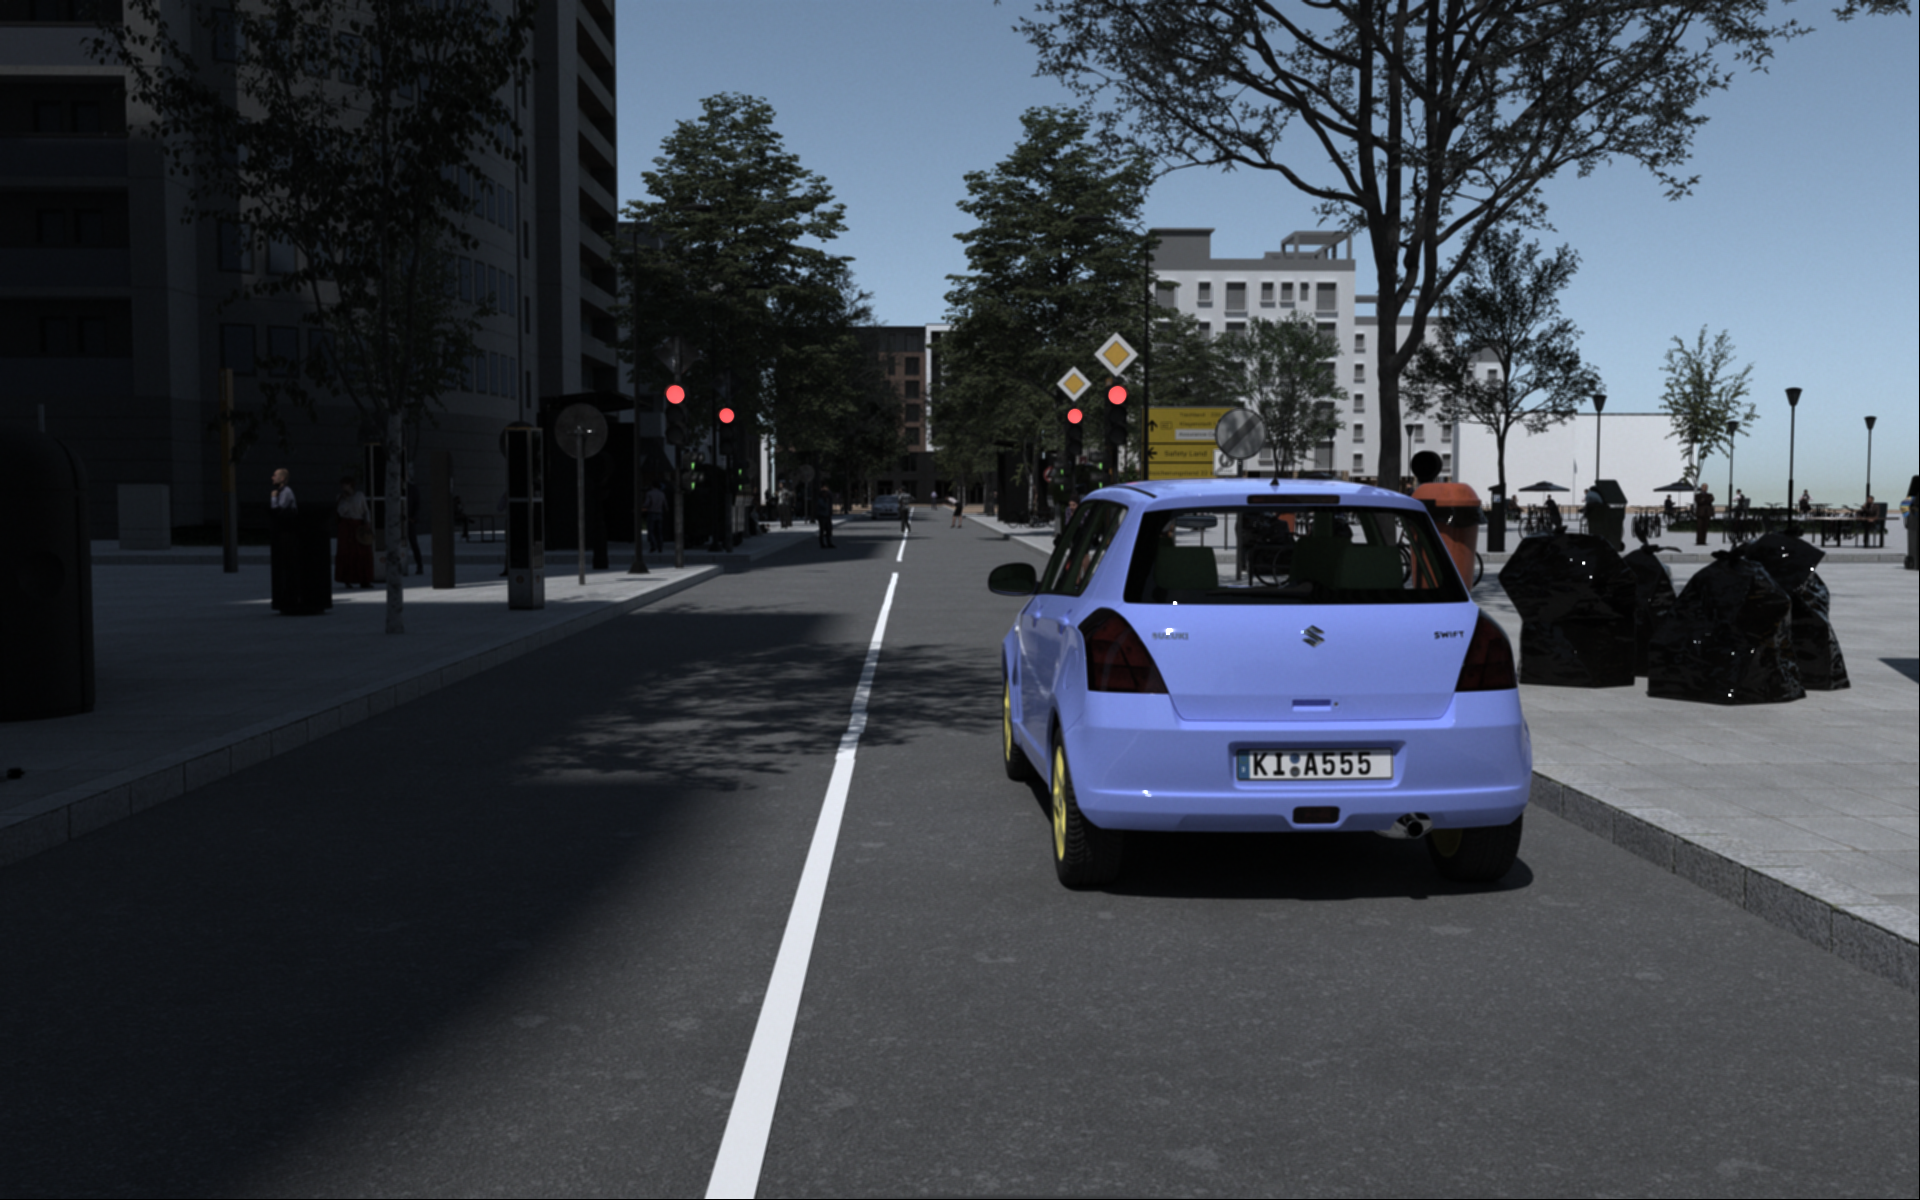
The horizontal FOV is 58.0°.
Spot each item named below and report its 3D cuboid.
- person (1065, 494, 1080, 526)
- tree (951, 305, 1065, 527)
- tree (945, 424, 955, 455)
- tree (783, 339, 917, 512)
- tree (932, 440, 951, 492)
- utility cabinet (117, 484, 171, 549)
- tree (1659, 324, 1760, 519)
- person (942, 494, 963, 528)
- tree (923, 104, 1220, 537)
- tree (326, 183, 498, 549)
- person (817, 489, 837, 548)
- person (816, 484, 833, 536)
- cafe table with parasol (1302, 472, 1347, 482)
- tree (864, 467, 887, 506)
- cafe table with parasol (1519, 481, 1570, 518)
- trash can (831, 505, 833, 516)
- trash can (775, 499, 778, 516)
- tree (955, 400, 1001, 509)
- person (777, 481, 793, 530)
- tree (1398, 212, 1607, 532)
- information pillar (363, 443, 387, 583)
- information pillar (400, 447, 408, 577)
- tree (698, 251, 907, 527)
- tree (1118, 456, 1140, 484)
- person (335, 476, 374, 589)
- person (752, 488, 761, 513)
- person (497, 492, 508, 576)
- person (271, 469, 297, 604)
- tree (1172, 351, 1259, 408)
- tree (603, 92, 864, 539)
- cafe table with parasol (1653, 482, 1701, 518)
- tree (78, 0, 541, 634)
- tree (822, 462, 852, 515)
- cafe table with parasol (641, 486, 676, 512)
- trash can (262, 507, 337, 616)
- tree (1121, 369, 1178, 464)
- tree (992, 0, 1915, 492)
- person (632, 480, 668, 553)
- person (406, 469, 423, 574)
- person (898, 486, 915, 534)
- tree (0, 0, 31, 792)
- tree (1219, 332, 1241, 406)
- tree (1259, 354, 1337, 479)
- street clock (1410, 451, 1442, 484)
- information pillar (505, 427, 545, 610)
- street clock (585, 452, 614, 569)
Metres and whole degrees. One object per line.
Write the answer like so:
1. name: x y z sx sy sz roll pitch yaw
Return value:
1. person: 1.821 -0.892 26.312 0.421 1.427 0.697 1 4 22
2. tree: 2.942 -7.181 67.776 4.737 8.622 4.395 0 3 0
3. tree: 0.589 -12.387 152.897 4.360 8.622 3.978 0 3 0
4. tree: -7.999 -12.614 123.246 9.611 12.733 9.660 0 3 0
5. tree: -0.356 -13.646 173.473 4.737 8.622 4.395 0 3 0
6. utility cabinet: -18.787 -1.910 39.906 1.173 1.500 0.318 1 4 15
7. tree: 32.602 -7.693 76.145 4.737 8.622 4.395 0 3 0
8. person: -0.296 -3.772 73.367 0.799 1.438 0.628 -1 4 -15
9. tree: 2.863 -8.159 51.533 7.486 12.596 7.792 0 3 0
10. tree: -12.806 -5.492 40.150 4.737 8.622 4.395 0 3 0
11. person: -3.558 -2.134 45.605 0.429 1.552 0.499 3 5 44
12. person: -4.579 -3.039 58.631 0.568 1.767 0.683 0 4 -2
13. cafe table with parasol: 11.108 -2.976 53.516 2.610 1.966 2.610 0 4 4
14. tree: -9.419 -14.310 184.331 4.737 8.622 4.395 0 3 0
15. cafe table with parasol: 31.096 -5.343 92.215 2.610 1.966 2.610 1 4 16
16. trash can: -7.685 -5.437 100.550 0.748 1.137 0.748 0 3 0
17. trash can: -10.484 -5.366 99.381 0.748 1.137 0.748 0 3 0
18. tree: 1.803 -10.755 126.209 4.360 8.622 3.978 0 3 0
19. person: -6.254 -3.342 61.408 0.376 1.734 0.841 -2 4 -30
20. tree: 17.967 -7.565 58.105 7.601 10.594 8.767 -1 4 -11
21. information pillar: -8.394 -1.255 25.007 0.304 2.012 0.304 -3 4 -37
22. information pillar: -8.804 -1.372 26.923 0.304 2.012 0.304 1 4 14
23. tree: -7.019 -8.142 67.539 7.601 10.594 8.767 -2 4 -33
24. tree: 8.516 -5.601 86.181 1.663 3.219 1.824 0 3 0
25. person: -8.238 -0.919 23.539 0.523 1.526 0.387 -1 4 -22
26. person: -8.343 -3.812 70.640 0.482 1.546 0.388 0 4 -4
27. person: -6.956 -1.159 27.061 0.516 1.574 0.319 1 4 17
28. person: -7.821 -0.727 20.000 0.319 1.574 0.516 -1 4 -18
29. tree: 12.768 -8.410 87.863 4.360 8.622 3.978 0 3 0
30. tree: -6.732 -8.059 49.897 7.486 12.596 7.792 0 3 0
31. cafe table with parasol: 39.145 -5.465 94.220 2.610 1.966 2.610 2 4 32
32. tree: -5.416 -4.005 15.837 4.360 8.622 3.978 0 3 0
33. tree: -7.620 -6.722 104.503 1.663 3.219 1.824 0 3 0
34. cafe table with parasol: -16.077 -5.400 93.163 2.610 1.966 2.610 1 4 18
35. trash can: -7.018 -0.416 18.449 0.748 1.137 0.748 0 3 0
36. tree: 10.491 -9.029 97.986 4.737 8.622 4.395 0 3 0
37. tree: 4.667 -6.592 18.156 12.009 13.543 11.850 0 3 0
38. person: -6.612 -1.805 37.515 0.435 1.587 0.963 3 5 41
39. person: -8.853 -1.261 27.580 0.541 1.710 0.530 1 4 17
40. person: -1.990 -3.229 62.014 0.376 1.734 0.841 3 5 44
41. tree: -4.780 -4.970 7.018 9.928 11.665 9.643 0 3 0
42. tree: 14.148 -11.675 109.005 7.486 12.596 7.792 0 3 0
43. tree: 17.379 -8.570 90.483 4.360 8.622 3.978 0 3 0
44. street clock: 7.830 -1.502 29.123 0.471 2.002 0.358 3 4 37
45. information pillar: -4.829 -0.902 19.239 0.304 2.012 0.304 1 4 13
46. street clock: -6.143 -1.528 29.546 0.471 2.002 0.358 2 4 30
